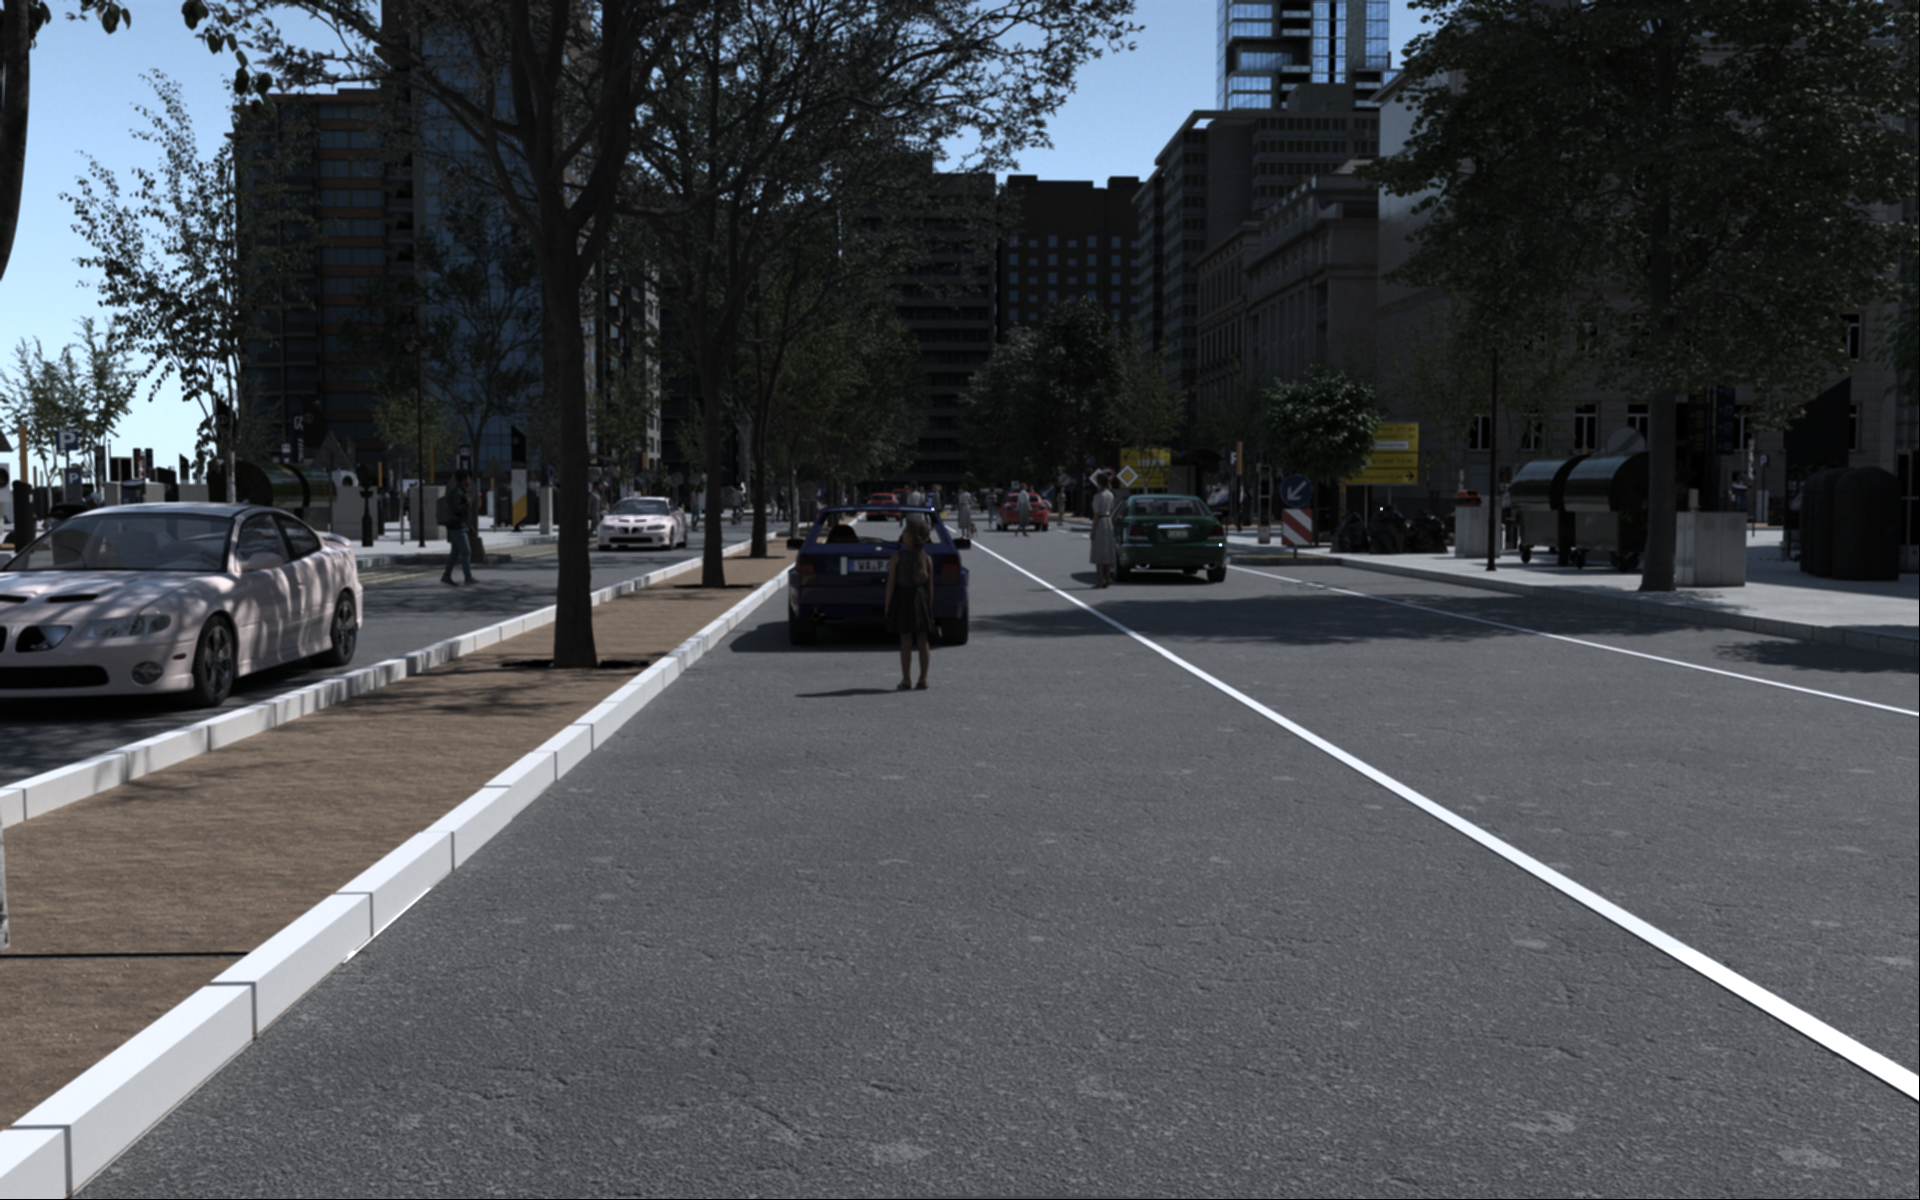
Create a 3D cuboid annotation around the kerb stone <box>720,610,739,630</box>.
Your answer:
[{"bbox_3d":[-2.471,0.238,18.357,0.120,0.150,1.000,0,4,-2],"label":"kerb stone"}]

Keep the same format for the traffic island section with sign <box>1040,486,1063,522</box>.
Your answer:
[{"bbox_3d":[4.348,-5.038,90.998,1.989,1.847,2.006,0,4,-2],"label":"traffic island section with sign"}]

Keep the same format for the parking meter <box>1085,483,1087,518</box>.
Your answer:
[{"bbox_3d":[6.822,-5.300,92.366,0.255,1.863,0.399,-1,4,-13],"label":"parking meter"}]

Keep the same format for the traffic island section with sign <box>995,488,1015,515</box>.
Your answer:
[{"bbox_3d":[3.242,-6.691,118.018,1.989,1.847,2.006,0,4,-2],"label":"traffic island section with sign"}]

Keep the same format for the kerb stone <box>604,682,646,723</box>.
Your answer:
[{"bbox_3d":[-2.175,0.673,11.192,0.120,0.150,1.000,0,4,-2],"label":"kerb stone"}]

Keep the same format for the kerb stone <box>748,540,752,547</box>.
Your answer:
[{"bbox_3d":[-5.690,-1.452,45.931,0.120,0.150,1.000,0,4,-2],"label":"kerb stone"}]

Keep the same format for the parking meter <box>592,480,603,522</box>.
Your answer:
[{"bbox_3d":[-14.730,-3.959,70.434,0.399,1.863,0.255,1,4,10],"label":"parking meter"}]

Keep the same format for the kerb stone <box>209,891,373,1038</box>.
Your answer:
[{"bbox_3d":[-1.933,1.048,5.057,0.120,0.150,1.000,0,4,-2],"label":"kerb stone"}]

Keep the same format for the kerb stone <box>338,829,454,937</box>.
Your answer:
[{"bbox_3d":[-1.972,0.986,6.078,0.120,0.150,1.000,0,4,-2],"label":"kerb stone"}]

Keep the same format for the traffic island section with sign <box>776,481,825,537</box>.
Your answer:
[{"bbox_3d":[-5.137,-3.065,58.243,2.006,1.907,1.989,0,4,-2],"label":"traffic island section with sign"}]

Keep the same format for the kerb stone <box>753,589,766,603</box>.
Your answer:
[{"bbox_3d":[-2.641,-0.011,22.457,0.120,0.150,1.000,0,4,-2],"label":"kerb stone"}]

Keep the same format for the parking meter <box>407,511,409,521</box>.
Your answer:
[{"bbox_3d":[-26.268,-4.714,82.787,0.255,1.863,0.399,-2,4,-26],"label":"parking meter"}]

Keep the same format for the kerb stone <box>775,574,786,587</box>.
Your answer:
[{"bbox_3d":[-2.797,-0.265,26.549,0.120,0.150,1.000,0,4,-2],"label":"kerb stone"}]

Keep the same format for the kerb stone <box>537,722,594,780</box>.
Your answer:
[{"bbox_3d":[-2.094,0.801,9.148,0.120,0.150,1.000,0,4,-2],"label":"kerb stone"}]

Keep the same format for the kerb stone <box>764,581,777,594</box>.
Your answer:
[{"bbox_3d":[-2.723,-0.140,24.507,0.120,0.150,1.000,0,4,-2],"label":"kerb stone"}]

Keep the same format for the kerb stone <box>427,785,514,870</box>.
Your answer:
[{"bbox_3d":[-2.008,0.927,7.100,0.120,0.150,1.000,0,4,-2],"label":"kerb stone"}]

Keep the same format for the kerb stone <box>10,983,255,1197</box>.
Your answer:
[{"bbox_3d":[-1.889,1.111,4.023,0.120,0.150,1.000,0,4,-2],"label":"kerb stone"}]

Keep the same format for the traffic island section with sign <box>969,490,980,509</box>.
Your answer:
[{"bbox_3d":[1.208,-9.753,168.090,1.989,1.847,2.006,0,4,-2],"label":"traffic island section with sign"}]

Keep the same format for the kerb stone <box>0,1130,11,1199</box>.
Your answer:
[{"bbox_3d":[-1.850,1.174,3.002,0.120,0.150,1.000,0,4,-2],"label":"kerb stone"}]

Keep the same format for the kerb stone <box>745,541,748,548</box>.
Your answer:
[{"bbox_3d":[-5.655,-1.389,44.909,0.120,0.150,1.000,0,4,-2],"label":"kerb stone"}]

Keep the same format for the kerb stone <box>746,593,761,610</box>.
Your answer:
[{"bbox_3d":[-2.596,0.049,21.436,0.120,0.150,1.000,0,4,-2],"label":"kerb stone"}]

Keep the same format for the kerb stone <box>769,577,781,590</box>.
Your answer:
[{"bbox_3d":[-2.764,-0.204,25.528,0.120,0.150,1.000,0,4,-2],"label":"kerb stone"}]

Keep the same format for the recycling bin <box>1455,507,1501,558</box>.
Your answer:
[{"bbox_3d":[10.445,-1.369,34.931,0.722,1.027,0.722,0,4,-2],"label":"recycling bin"}]

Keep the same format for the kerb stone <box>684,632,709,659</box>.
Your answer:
[{"bbox_3d":[-2.345,0.423,15.277,0.120,0.150,1.000,0,4,-2],"label":"kerb stone"}]

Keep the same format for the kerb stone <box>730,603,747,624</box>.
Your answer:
[{"bbox_3d":[-2.509,0.174,19.381,0.120,0.150,1.000,0,4,-2],"label":"kerb stone"}]

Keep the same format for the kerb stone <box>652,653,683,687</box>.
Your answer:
[{"bbox_3d":[-2.259,0.549,13.234,0.120,0.150,1.000,0,4,-2],"label":"kerb stone"}]

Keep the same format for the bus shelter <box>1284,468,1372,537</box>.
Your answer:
[{"bbox_3d":[11.572,-3.921,55.396,1.731,3.624,6.357,0,4,-2],"label":"bus shelter"}]

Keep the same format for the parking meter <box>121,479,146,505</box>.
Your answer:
[{"bbox_3d":[-13.673,-1.239,28.677,0.372,1.533,0.369,0,3,0],"label":"parking meter"}]

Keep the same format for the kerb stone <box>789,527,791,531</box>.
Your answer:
[{"bbox_3d":[-6.629,-2.865,69.031,0.120,0.150,1.000,0,4,-2],"label":"kerb stone"}]

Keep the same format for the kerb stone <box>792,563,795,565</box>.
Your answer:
[{"bbox_3d":[-2.977,-0.513,30.642,0.120,0.150,1.000,0,4,-2],"label":"kerb stone"}]

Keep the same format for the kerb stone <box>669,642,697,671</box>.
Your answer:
[{"bbox_3d":[-2.305,0.488,14.255,0.120,0.150,1.000,0,4,-2],"label":"kerb stone"}]

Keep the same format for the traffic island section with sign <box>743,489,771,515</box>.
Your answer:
[{"bbox_3d":[-13.727,-6.673,117.724,1.989,1.847,2.006,0,4,-2],"label":"traffic island section with sign"}]

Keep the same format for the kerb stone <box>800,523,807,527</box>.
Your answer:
[{"bbox_3d":[-6.965,-3.366,77.235,0.120,0.150,1.000,0,4,-2],"label":"kerb stone"}]

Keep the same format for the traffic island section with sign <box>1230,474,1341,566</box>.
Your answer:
[{"bbox_3d":[6.605,-1.641,35.453,1.989,1.847,2.006,0,4,-2],"label":"traffic island section with sign"}]

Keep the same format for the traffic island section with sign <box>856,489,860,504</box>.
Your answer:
[{"bbox_3d":[-8.484,-8.109,140.721,2.006,1.907,1.989,0,4,-2],"label":"traffic island section with sign"}]

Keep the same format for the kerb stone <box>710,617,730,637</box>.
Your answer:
[{"bbox_3d":[-2.433,0.305,17.328,0.120,0.150,1.000,0,4,-2],"label":"kerb stone"}]

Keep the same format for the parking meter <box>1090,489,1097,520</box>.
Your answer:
[{"bbox_3d":[6.598,-4.723,85.633,0.372,1.533,0.369,0,3,0],"label":"parking meter"}]

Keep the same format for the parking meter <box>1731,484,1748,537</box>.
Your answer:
[{"bbox_3d":[19.877,-2.188,44.181,0.372,1.533,0.369,0,3,0],"label":"parking meter"}]

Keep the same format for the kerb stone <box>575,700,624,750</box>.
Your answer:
[{"bbox_3d":[-2.128,0.736,10.169,0.120,0.150,1.000,0,4,-2],"label":"kerb stone"}]

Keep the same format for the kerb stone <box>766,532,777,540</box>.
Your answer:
[{"bbox_3d":[-6.107,-2.076,56.162,0.120,0.150,1.000,0,4,-2],"label":"kerb stone"}]

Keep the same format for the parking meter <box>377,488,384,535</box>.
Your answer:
[{"bbox_3d":[-18.123,-2.782,53.904,0.372,1.533,0.369,0,3,0],"label":"parking meter"}]

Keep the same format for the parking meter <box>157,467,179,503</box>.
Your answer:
[{"bbox_3d":[-16.883,-1.910,36.947,0.399,1.863,0.255,-1,4,-19],"label":"parking meter"}]

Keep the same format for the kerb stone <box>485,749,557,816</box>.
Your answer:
[{"bbox_3d":[-2.057,0.861,8.120,0.120,0.150,1.000,0,4,-2],"label":"kerb stone"}]

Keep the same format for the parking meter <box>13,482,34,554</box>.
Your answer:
[{"bbox_3d":[-20.232,-1.774,37.414,0.372,1.533,0.369,0,3,0],"label":"parking meter"}]

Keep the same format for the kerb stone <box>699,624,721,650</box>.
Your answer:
[{"bbox_3d":[-2.382,0.361,16.298,0.120,0.150,1.000,0,4,-2],"label":"kerb stone"}]

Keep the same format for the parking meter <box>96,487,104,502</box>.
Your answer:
[{"bbox_3d":[-45.552,-5.259,91.702,0.255,1.863,0.399,-1,4,-17],"label":"parking meter"}]

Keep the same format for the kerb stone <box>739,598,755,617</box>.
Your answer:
[{"bbox_3d":[-2.551,0.109,20.407,0.120,0.150,1.000,0,4,-2],"label":"kerb stone"}]

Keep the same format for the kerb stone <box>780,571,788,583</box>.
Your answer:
[{"bbox_3d":[-2.835,-0.326,27.572,0.120,0.150,1.000,0,4,-2],"label":"kerb stone"}]

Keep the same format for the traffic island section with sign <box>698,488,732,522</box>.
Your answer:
[{"bbox_3d":[-12.626,-5.012,90.571,1.989,1.847,2.006,0,4,-2],"label":"traffic island section with sign"}]

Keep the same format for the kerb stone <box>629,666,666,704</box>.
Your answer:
[{"bbox_3d":[-2.219,0.611,12.213,0.120,0.150,1.000,0,4,-2],"label":"kerb stone"}]

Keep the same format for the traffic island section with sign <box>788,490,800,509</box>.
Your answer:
[{"bbox_3d":[-15.756,-9.732,167.740,1.989,1.847,2.006,0,4,-2],"label":"traffic island section with sign"}]

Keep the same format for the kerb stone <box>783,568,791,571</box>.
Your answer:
[{"bbox_3d":[-2.887,-0.389,28.593,0.120,0.150,1.000,0,4,-2],"label":"kerb stone"}]

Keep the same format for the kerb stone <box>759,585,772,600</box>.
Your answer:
[{"bbox_3d":[-2.676,-0.074,23.486,0.120,0.150,1.000,0,4,-2],"label":"kerb stone"}]

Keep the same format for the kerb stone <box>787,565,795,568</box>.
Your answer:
[{"bbox_3d":[-2.933,-0.453,29.621,0.120,0.150,1.000,0,4,-2],"label":"kerb stone"}]

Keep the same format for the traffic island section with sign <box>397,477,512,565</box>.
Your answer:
[{"bbox_3d":[-10.408,-1.668,35.894,1.989,1.847,2.006,0,4,-2],"label":"traffic island section with sign"}]

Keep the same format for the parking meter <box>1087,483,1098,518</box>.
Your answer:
[{"bbox_3d":[6.822,-5.052,88.310,0.399,1.863,0.255,0,4,7],"label":"parking meter"}]

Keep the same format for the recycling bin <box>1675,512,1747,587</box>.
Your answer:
[{"bbox_3d":[10.539,-0.720,24.323,0.722,1.027,0.722,0,4,0],"label":"recycling bin"}]
